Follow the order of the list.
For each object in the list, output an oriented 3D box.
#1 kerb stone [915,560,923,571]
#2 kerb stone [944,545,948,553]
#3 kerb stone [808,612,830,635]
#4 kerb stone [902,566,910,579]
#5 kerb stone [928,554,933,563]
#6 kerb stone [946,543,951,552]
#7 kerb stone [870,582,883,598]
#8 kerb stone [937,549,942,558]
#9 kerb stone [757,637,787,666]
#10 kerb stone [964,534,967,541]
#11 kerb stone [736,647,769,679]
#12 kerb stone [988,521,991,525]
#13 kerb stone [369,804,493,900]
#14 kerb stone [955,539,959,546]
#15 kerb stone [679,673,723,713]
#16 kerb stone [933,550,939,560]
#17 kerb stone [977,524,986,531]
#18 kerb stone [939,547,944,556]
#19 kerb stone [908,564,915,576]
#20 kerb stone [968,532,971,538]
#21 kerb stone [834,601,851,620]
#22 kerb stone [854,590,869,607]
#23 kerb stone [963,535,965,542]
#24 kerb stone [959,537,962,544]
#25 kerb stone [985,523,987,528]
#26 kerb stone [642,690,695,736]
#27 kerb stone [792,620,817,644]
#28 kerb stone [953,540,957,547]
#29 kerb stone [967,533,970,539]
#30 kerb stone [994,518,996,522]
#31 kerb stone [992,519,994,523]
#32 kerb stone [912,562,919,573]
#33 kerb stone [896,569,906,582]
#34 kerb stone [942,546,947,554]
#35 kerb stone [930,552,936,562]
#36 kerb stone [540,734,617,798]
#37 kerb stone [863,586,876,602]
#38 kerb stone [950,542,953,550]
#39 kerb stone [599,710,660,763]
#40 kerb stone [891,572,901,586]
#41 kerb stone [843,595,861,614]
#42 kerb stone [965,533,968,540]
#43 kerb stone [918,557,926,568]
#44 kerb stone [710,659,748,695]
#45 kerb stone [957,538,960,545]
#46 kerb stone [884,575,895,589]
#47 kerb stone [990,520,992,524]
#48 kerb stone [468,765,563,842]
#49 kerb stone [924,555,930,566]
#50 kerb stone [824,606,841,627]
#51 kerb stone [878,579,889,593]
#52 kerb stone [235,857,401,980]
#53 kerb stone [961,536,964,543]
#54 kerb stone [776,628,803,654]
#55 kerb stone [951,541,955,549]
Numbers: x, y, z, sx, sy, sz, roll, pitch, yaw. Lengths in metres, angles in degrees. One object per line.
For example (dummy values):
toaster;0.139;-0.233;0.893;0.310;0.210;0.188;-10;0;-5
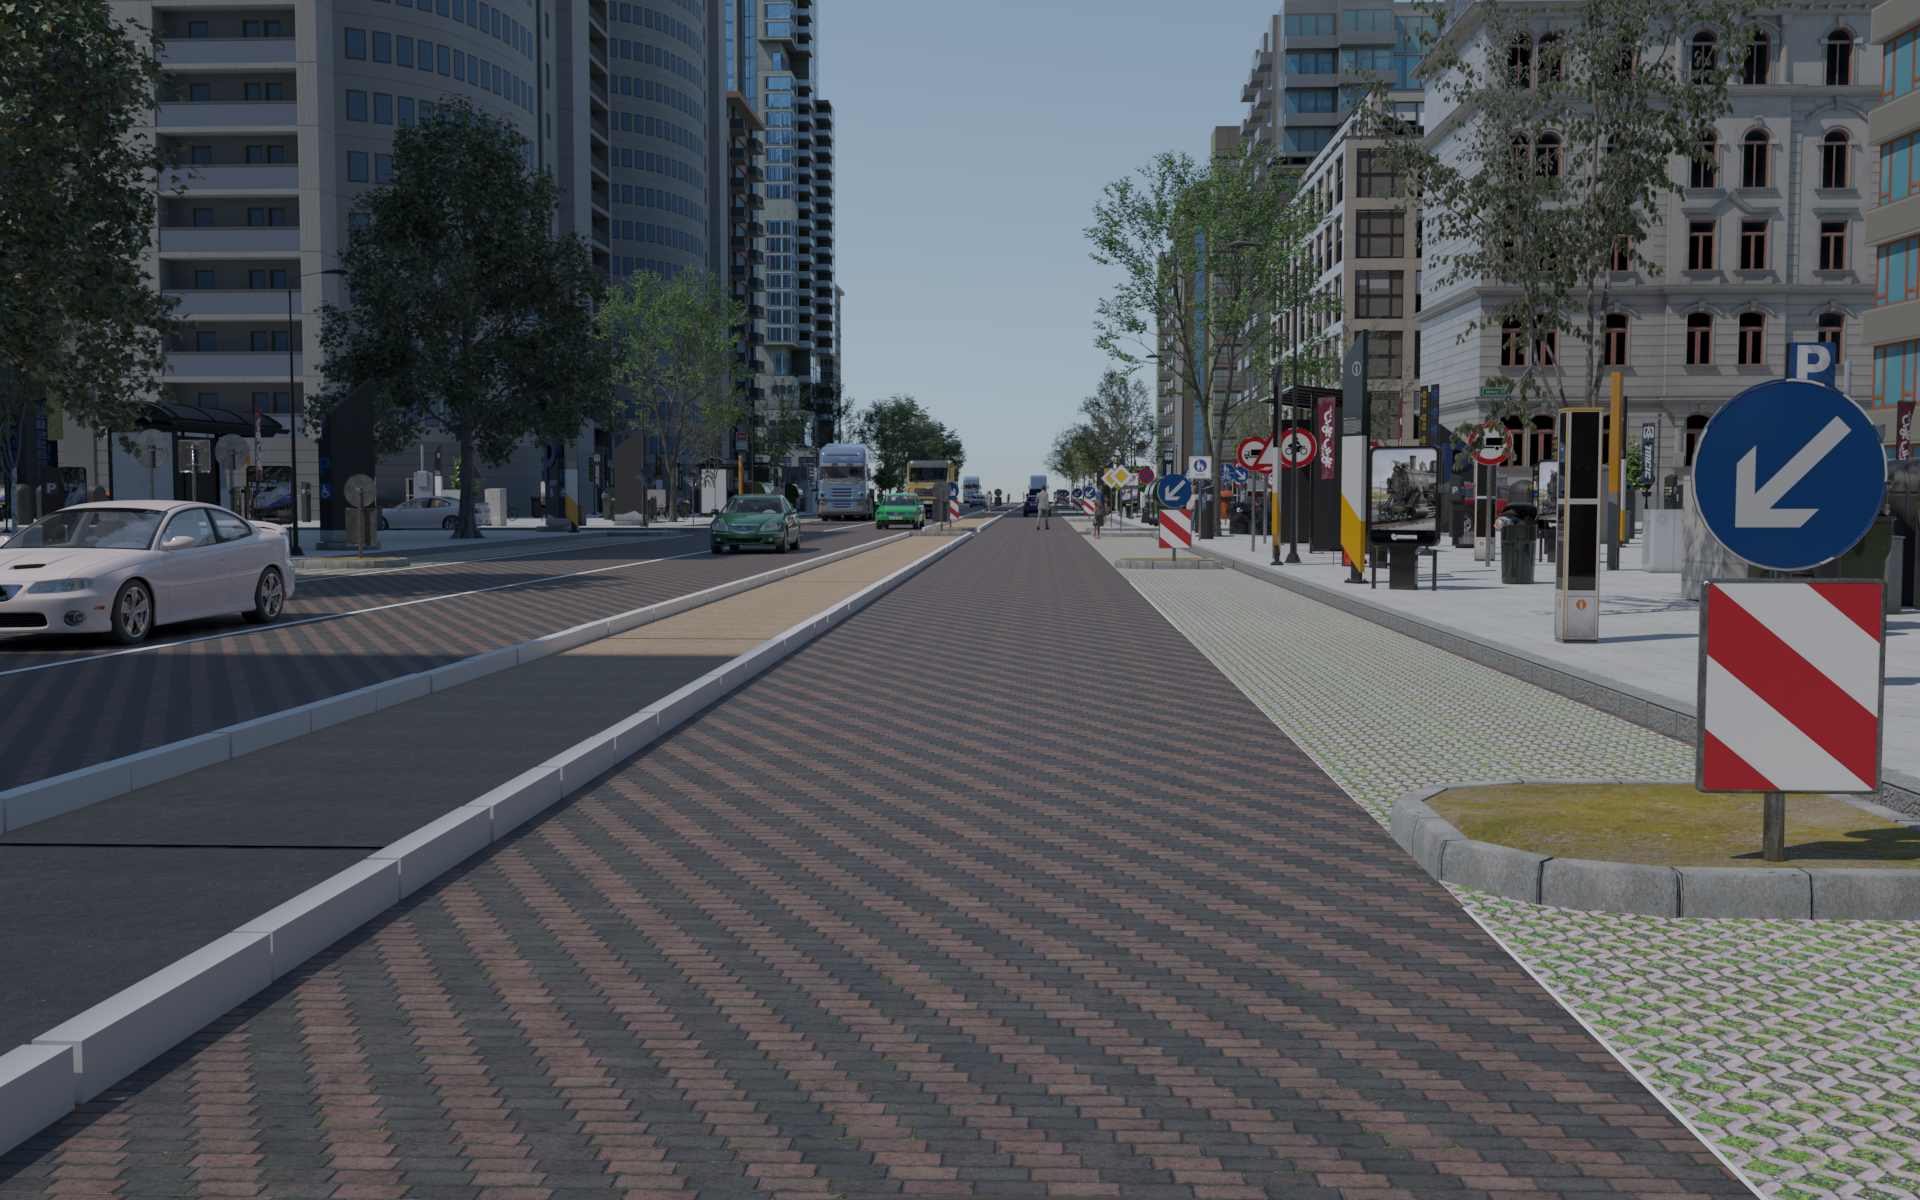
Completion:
kerb stone;-0.830;-0.609;32.220;0.120;0.150;1.000;0;4;3
kerb stone;-0.423;-1.176;41.421;0.120;0.150;1.000;0;4;3
kerb stone;-1.490;0.264;17.875;0.120;0.150;1.000;0;4;3
kerb stone;-0.974;-0.426;29.156;0.120;0.150;1.000;0;4;3
kerb stone;-0.693;-0.798;35.284;0.120;0.150;1.000;0;4;3
kerb stone;-0.367;-1.239;42.454;0.120;0.150;1.000;0;4;3
kerb stone;-1.213;-0.112;24.029;0.120;0.150;1.000;0;4;3
kerb stone;-0.551;-0.988;38.353;0.120;0.150;1.000;0;4;3
kerb stone;-1.634;0.452;14.809;0.120;0.150;1.000;0;4;3
kerb stone;0.052;-1.804;51.684;0.120;0.150;1.000;0;4;3
kerb stone;-1.677;0.514;13.786;0.120;0.150;1.000;0;4;3
kerb stone;1.150;-3.270;75.734;0.120;0.150;1.000;0;4;3
kerb stone;-2.010;0.953;6.613;0.120;0.150;1.000;0;4;3
kerb stone;-0.185;-1.490;46.550;0.120;0.150;1.000;0;4;3
kerb stone;-1.774;0.642;11.740;0.120;0.150;1.000;0;4;3
kerb stone;-0.596;-0.926;37.329;0.120;0.150;1.000;0;4;3
kerb stone;0.864;-2.899;69.597;0.120;0.150;1.000;0;4;3
kerb stone;-0.508;-1.051;39.374;0.120;0.150;1.000;0;4;3
kerb stone;-0.926;-0.488;30.178;0.120;0.150;1.000;0;4;3
kerb stone;0.193;-1.991;54.755;0.120;0.150;1.000;0;4;3
kerb stone;-1.400;0.142;19.930;0.120;0.150;1.000;0;4;3
kerb stone;-1.302;0.014;21.980;0.120;0.150;1.000;0;4;3
kerb stone;0.004;-1.740;50.663;0.120;0.150;1.000;0;4;3
kerb stone;-0.085;-1.615;48.599;0.120;0.150;1.000;0;4;3
kerb stone;0.920;-2.962;70.617;0.120;0.150;1.000;0;4;3
kerb stone;-1.814;0.702;10.716;0.120;0.150;1.000;0;4;3
kerb stone;-1.542;0.327;16.853;0.120;0.150;1.000;0;4;3
kerb stone;-0.227;-1.427;45.529;0.120;0.150;1.000;0;4;3
kerb stone;0.154;-1.923;53.733;0.120;0.150;1.000;0;4;3
kerb stone;1.569;-3.838;84.945;0.120;0.150;1.000;0;4;3
kerb stone;1.384;-3.587;80.847;0.120;0.150;1.000;0;4;3
kerb stone;-0.884;-0.544;31.199;0.120;0.150;1.000;0;4;3
kerb stone;-1.022;-0.361;28.128;0.120;0.150;1.000;0;4;3
kerb stone;-0.459;-1.113;40.399;0.120;0.150;1.000;0;4;3
kerb stone;-0.644;-0.861;36.308;0.120;0.150;1.000;0;4;3
kerb stone;-1.909;0.828;8.660;0.120;0.150;1.000;0;4;3
kerb stone;-1.258;-0.046;23.007;0.120;0.150;1.000;0;4;3
kerb stone;-0.327;-1.301;43.481;0.120;0.150;1.000;0;4;3
kerb stone;-1.862;0.768;9.689;0.120;0.150;1.000;0;4;3
kerb stone;-1.067;-0.299;27.106;0.120;0.150;1.000;0;4;3
kerb stone;-1.344;0.076;20.959;0.120;0.150;1.000;0;4;3
kerb stone;0.099;-1.866;52.706;0.120;0.150;1.000;0;4;3
kerb stone;-0.791;-0.675;33.241;0.120;0.150;1.000;0;4;3
kerb stone;-1.726;0.577;12.765;0.120;0.150;1.000;0;4;3
kerb stone;-0.144;-1.552;47.579;0.120;0.150;1.000;0;4;3
kerb stone;-1.117;-0.233;26.085;0.120;0.150;1.000;0;4;3
kerb stone;1.243;-3.400;77.778;0.120;0.150;1.000;0;4;3
kerb stone;-1.959;0.891;7.634;0.120;0.150;1.000;0;4;3
kerb stone;-0.743;-0.738;34.263;0.120;0.150;1.000;0;4;3
kerb stone;-1.439;0.206;18.906;0.120;0.150;1.000;0;4;3
kerb stone;-1.164;-0.175;25.050;0.120;0.150;1.000;0;4;3
kerb stone;-2.057;1.018;5.592;0.120;0.150;1.000;0;4;3
kerb stone;-0.043;-1.678;49.636;0.120;0.150;1.000;0;4;3
kerb stone;-1.584;0.389;15.832;0.120;0.150;1.000;0;4;3
kerb stone;-0.269;-1.364;44.507;0.120;0.150;1.000;0;4;3
